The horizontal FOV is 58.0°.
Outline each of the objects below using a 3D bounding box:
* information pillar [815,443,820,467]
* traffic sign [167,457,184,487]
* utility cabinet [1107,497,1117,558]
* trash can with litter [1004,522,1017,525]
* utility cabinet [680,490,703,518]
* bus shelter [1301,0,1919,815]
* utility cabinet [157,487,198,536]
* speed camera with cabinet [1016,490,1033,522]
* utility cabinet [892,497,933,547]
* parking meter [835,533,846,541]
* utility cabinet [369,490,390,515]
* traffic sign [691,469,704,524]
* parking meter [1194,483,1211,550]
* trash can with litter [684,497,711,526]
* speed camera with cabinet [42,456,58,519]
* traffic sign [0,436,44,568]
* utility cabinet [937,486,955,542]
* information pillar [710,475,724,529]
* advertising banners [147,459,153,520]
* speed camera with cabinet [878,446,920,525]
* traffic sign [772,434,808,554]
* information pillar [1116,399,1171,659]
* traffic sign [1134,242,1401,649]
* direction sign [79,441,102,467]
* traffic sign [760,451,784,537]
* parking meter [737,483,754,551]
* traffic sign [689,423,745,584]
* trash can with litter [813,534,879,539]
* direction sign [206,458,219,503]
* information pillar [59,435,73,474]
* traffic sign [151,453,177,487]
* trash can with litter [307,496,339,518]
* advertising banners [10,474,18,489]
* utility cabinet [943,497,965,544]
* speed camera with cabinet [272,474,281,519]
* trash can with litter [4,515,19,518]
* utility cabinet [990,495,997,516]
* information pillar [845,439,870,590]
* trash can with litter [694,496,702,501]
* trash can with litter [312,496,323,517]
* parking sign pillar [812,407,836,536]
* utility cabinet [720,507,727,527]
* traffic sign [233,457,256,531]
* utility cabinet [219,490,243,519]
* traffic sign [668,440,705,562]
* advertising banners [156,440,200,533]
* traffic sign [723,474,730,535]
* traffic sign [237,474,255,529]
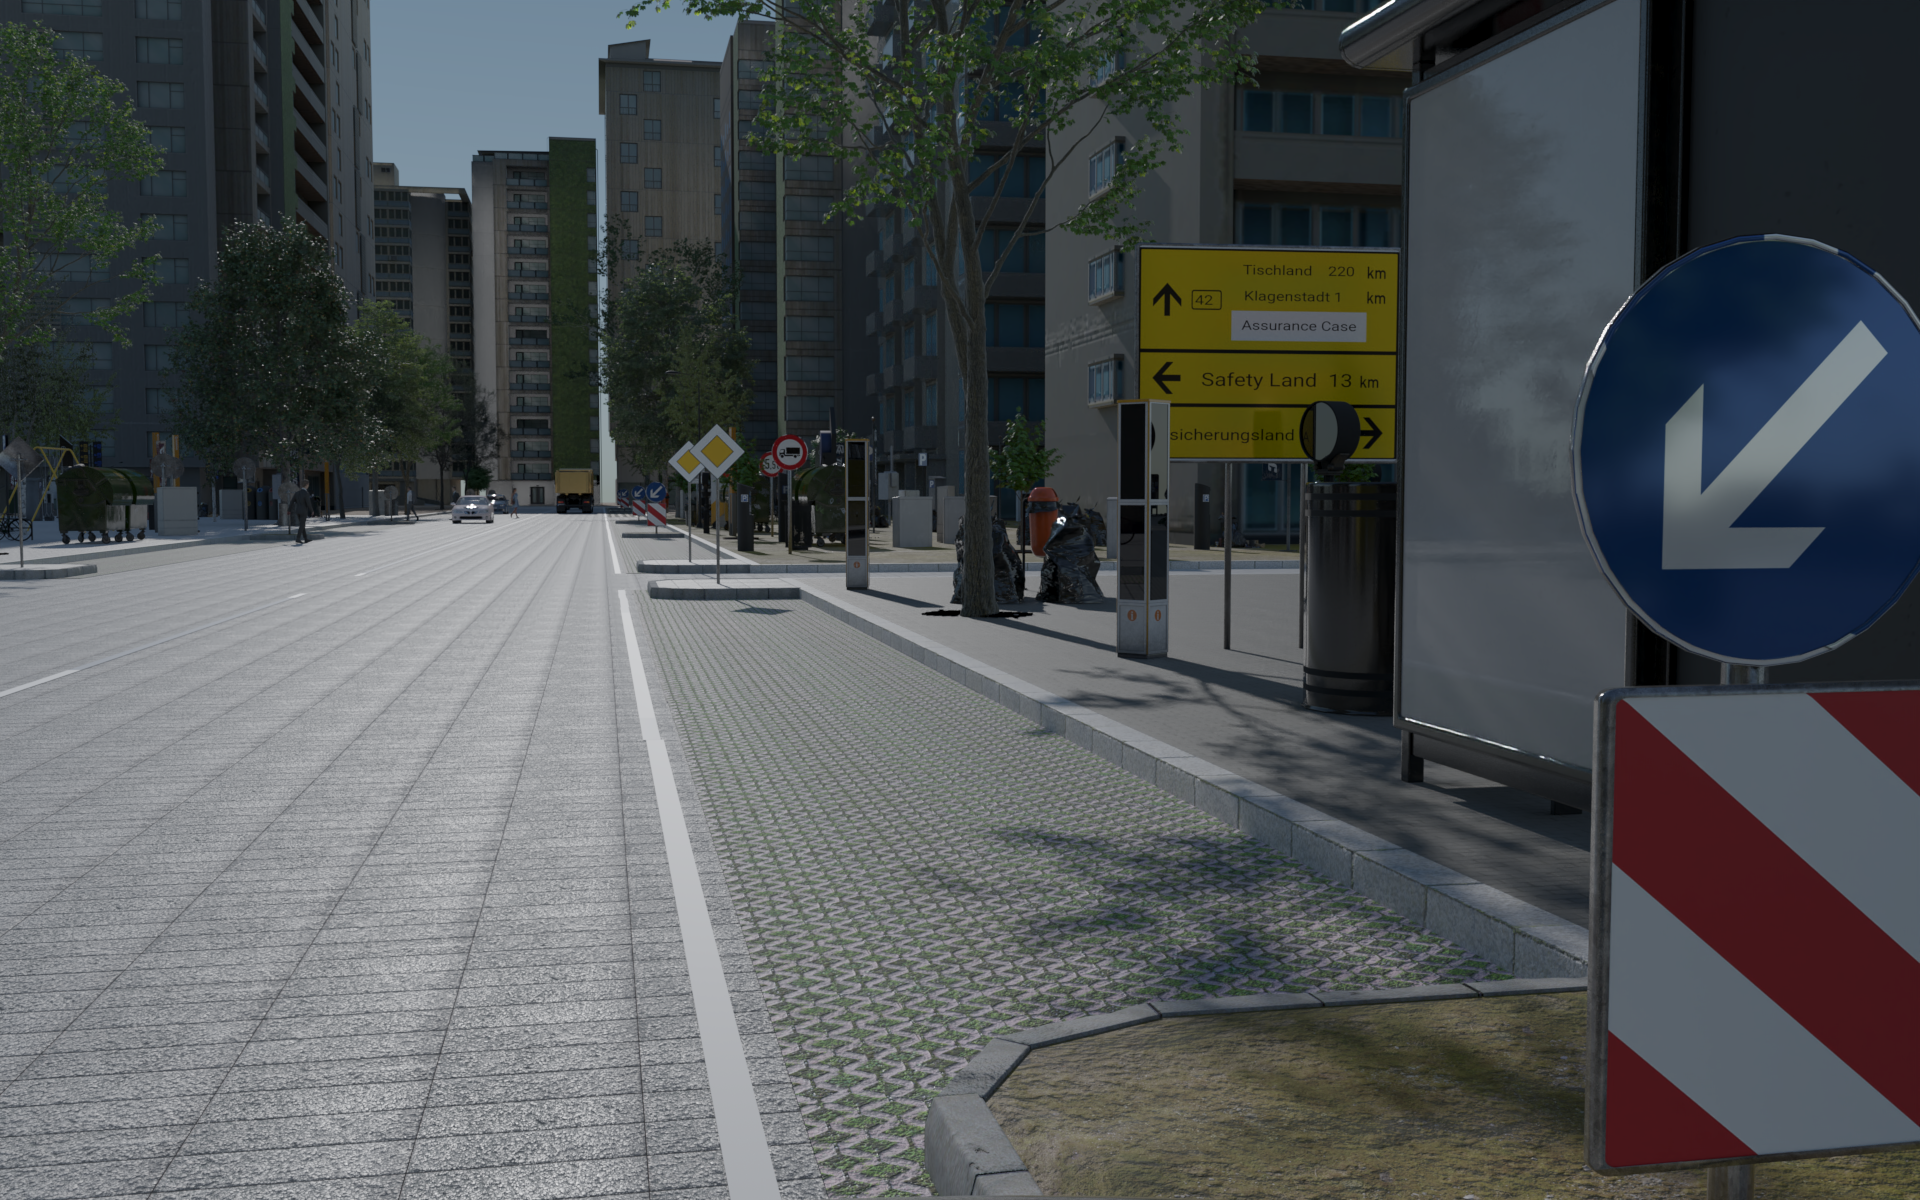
[{"bbox_3d":[-6.026,-5.081,74.434,0.504,3.616,0.183,3,5,43],"label":"information pillar"},{"bbox_3d":[-26.785,-3.596,58.896,0.768,2.556,0.104,-1,4,-10],"label":"traffic sign"},{"bbox_3d":[3.451,-1.431,34.556,1.020,1.237,0.306,1,4,13],"label":"utility cabinet"},{"bbox_3d":[1.238,-3.705,71.634,2.233,1.210,1.678,1,4,9],"label":"trash can with litter"},{"bbox_3d":[-14.034,-5.003,90.473,1.173,1.500,0.318,-3,4,-38],"label":"utility cabinet"},{"bbox_3d":[3.046,-1.756,6.335,2.179,5.291,8.768,-1,4,-12],"label":"bus shelter"},{"bbox_3d":[-24.032,-2.722,53.176,0.318,1.500,1.173,2,4,30],"label":"utility cabinet"},{"bbox_3d":[3.622,-5.202,79.395,2.038,3.252,0.660,0,4,-6],"label":"speed camera with cabinet"},{"bbox_3d":[-1.157,-1.885,41.979,1.020,1.237,0.306,-3,4,-38],"label":"utility cabinet"},{"bbox_3d":[-3.256,-2.568,47.701,0.399,1.863,0.255,2,4,24],"label":"parking meter"},{"bbox_3d":[-34.350,-5.738,102.493,1.173,1.500,0.318,0,4,-3],"label":"utility cabinet"},{"bbox_3d":[-10.328,-4.035,68.102,0.606,2.300,0.079,0,4,-2],"label":"traffic sign"},{"bbox_3d":[5.597,-1.934,40.028,0.372,1.533,0.369,0,3,0],"label":"parking meter"},{"bbox_3d":[-10.438,-3.519,68.919,1.055,1.170,0.624,1,4,12],"label":"trash can with litter"},{"bbox_3d":[-47.277,-5.846,89.921,0.660,3.252,2.038,1,4,10],"label":"speed camera with cabinet"},{"bbox_3d":[-16.389,-1.625,30.206,0.795,2.450,0.064,-1,4,-12],"label":"traffic sign"},{"bbox_3d":[-0.390,-2.299,46.266,0.318,1.500,1.173,1,4,9],"label":"utility cabinet"},{"bbox_3d":[-8.957,-4.435,63.873,0.504,3.616,0.183,1,4,9],"label":"information pillar"},{"bbox_3d":[-40.310,-5.488,85.911,0.090,3.025,2.074,-1,4,-8],"label":"advertising banners"},{"bbox_3d":[-2.518,-4.731,71.683,0.660,3.252,2.038,3,4,38],"label":"speed camera with cabinet"},{"bbox_3d":[-3.623,-2.249,36.871,0.768,2.556,0.104,-1,4,-11],"label":"traffic sign"},{"bbox_3d":[1.436,-0.555,13.570,0.304,2.012,0.304,3,5,41],"label":"information pillar"},{"bbox_3d":[2.530,-1.247,14.262,2.265,3.308,0.079,0,4,-8],"label":"traffic sign"},{"bbox_3d":[-37.365,-5.047,74.518,0.876,3.537,0.379,-3,5,-41],"label":"direction sign"},{"bbox_3d":[-5.615,-3.160,51.776,0.768,2.556,0.104,-1,4,-8],"label":"traffic sign"},{"bbox_3d":[-4.827,-1.870,38.984,0.372,1.533,0.369,0,3,0],"label":"parking meter"},{"bbox_3d":[-3.459,-1.288,24.702,0.795,2.450,0.064,-1,4,-12],"label":"traffic sign"},{"bbox_3d":[-3.498,-2.379,49.957,2.233,1.210,1.678,0,4,3],"label":"trash can with litter"},{"bbox_3d":[-42.910,-6.571,99.440,0.876,3.537,0.379,1,4,18],"label":"direction sign"},{"bbox_3d":[-35.216,-4.706,68.297,0.504,3.616,0.183,0,4,-3],"label":"information pillar"},{"bbox_3d":[-24.880,-3.304,54.129,0.768,2.556,0.104,0,4,-8],"label":"traffic sign"},{"bbox_3d":[-34.728,-5.036,93.403,2.233,1.210,1.678,-1,4,-10],"label":"trash can with litter"},{"bbox_3d":[-49.167,-5.819,91.328,2.074,3.025,0.090,0,4,4],"label":"advertising banners"},{"bbox_3d":[0.081,-2.061,44.867,1.020,1.237,0.306,0,4,-4],"label":"utility cabinet"},{"bbox_3d":[-30.828,-5.174,78.925,0.660,3.252,2.038,-1,4,-9],"label":"speed camera with cabinet"},{"bbox_3d":[-51.019,-5.105,94.525,2.233,1.210,1.678,-2,4,-34],"label":"trash can with litter"},{"bbox_3d":[0.896,-3.221,63.818,1.020,1.237,0.306,-3,4,-39],"label":"utility cabinet"},{"bbox_3d":[-1.374,-1.147,23.242,0.304,2.012,0.304,0,4,1],"label":"information pillar"},{"bbox_3d":[-12.400,-4.523,85.014,2.233,1.210,1.678,0,4,-5],"label":"trash can with litter"},{"bbox_3d":[-35.772,-5.189,96.225,0.624,1.170,1.055,0,4,-6],"label":"trash can with litter"},{"bbox_3d":[-4.013,-3.946,52.989,1.447,3.967,1.447,0,4,-7],"label":"parking sign pillar"},{"bbox_3d":[-8.746,-3.541,66.572,1.173,1.500,0.318,-2,4,-25],"label":"utility cabinet"},{"bbox_3d":[-24.756,-3.660,59.944,0.768,2.556,0.104,0,4,-5],"label":"traffic sign"},{"bbox_3d":[-36.801,-4.826,87.585,0.318,1.500,1.173,3,5,43],"label":"utility cabinet"},{"bbox_3d":[-5.080,-1.766,32.521,0.795,2.450,0.064,-1,4,-12],"label":"traffic sign"},{"bbox_3d":[-25.436,-3.675,56.277,2.074,3.025,0.090,2,4,30],"label":"advertising banners"},{"bbox_3d":[-7.126,-3.274,53.630,0.768,2.556,0.104,0,4,-4],"label":"traffic sign"},{"bbox_3d":[-25.928,-3.719,62.929,0.606,2.300,0.079,0,4,-5],"label":"traffic sign"}]
